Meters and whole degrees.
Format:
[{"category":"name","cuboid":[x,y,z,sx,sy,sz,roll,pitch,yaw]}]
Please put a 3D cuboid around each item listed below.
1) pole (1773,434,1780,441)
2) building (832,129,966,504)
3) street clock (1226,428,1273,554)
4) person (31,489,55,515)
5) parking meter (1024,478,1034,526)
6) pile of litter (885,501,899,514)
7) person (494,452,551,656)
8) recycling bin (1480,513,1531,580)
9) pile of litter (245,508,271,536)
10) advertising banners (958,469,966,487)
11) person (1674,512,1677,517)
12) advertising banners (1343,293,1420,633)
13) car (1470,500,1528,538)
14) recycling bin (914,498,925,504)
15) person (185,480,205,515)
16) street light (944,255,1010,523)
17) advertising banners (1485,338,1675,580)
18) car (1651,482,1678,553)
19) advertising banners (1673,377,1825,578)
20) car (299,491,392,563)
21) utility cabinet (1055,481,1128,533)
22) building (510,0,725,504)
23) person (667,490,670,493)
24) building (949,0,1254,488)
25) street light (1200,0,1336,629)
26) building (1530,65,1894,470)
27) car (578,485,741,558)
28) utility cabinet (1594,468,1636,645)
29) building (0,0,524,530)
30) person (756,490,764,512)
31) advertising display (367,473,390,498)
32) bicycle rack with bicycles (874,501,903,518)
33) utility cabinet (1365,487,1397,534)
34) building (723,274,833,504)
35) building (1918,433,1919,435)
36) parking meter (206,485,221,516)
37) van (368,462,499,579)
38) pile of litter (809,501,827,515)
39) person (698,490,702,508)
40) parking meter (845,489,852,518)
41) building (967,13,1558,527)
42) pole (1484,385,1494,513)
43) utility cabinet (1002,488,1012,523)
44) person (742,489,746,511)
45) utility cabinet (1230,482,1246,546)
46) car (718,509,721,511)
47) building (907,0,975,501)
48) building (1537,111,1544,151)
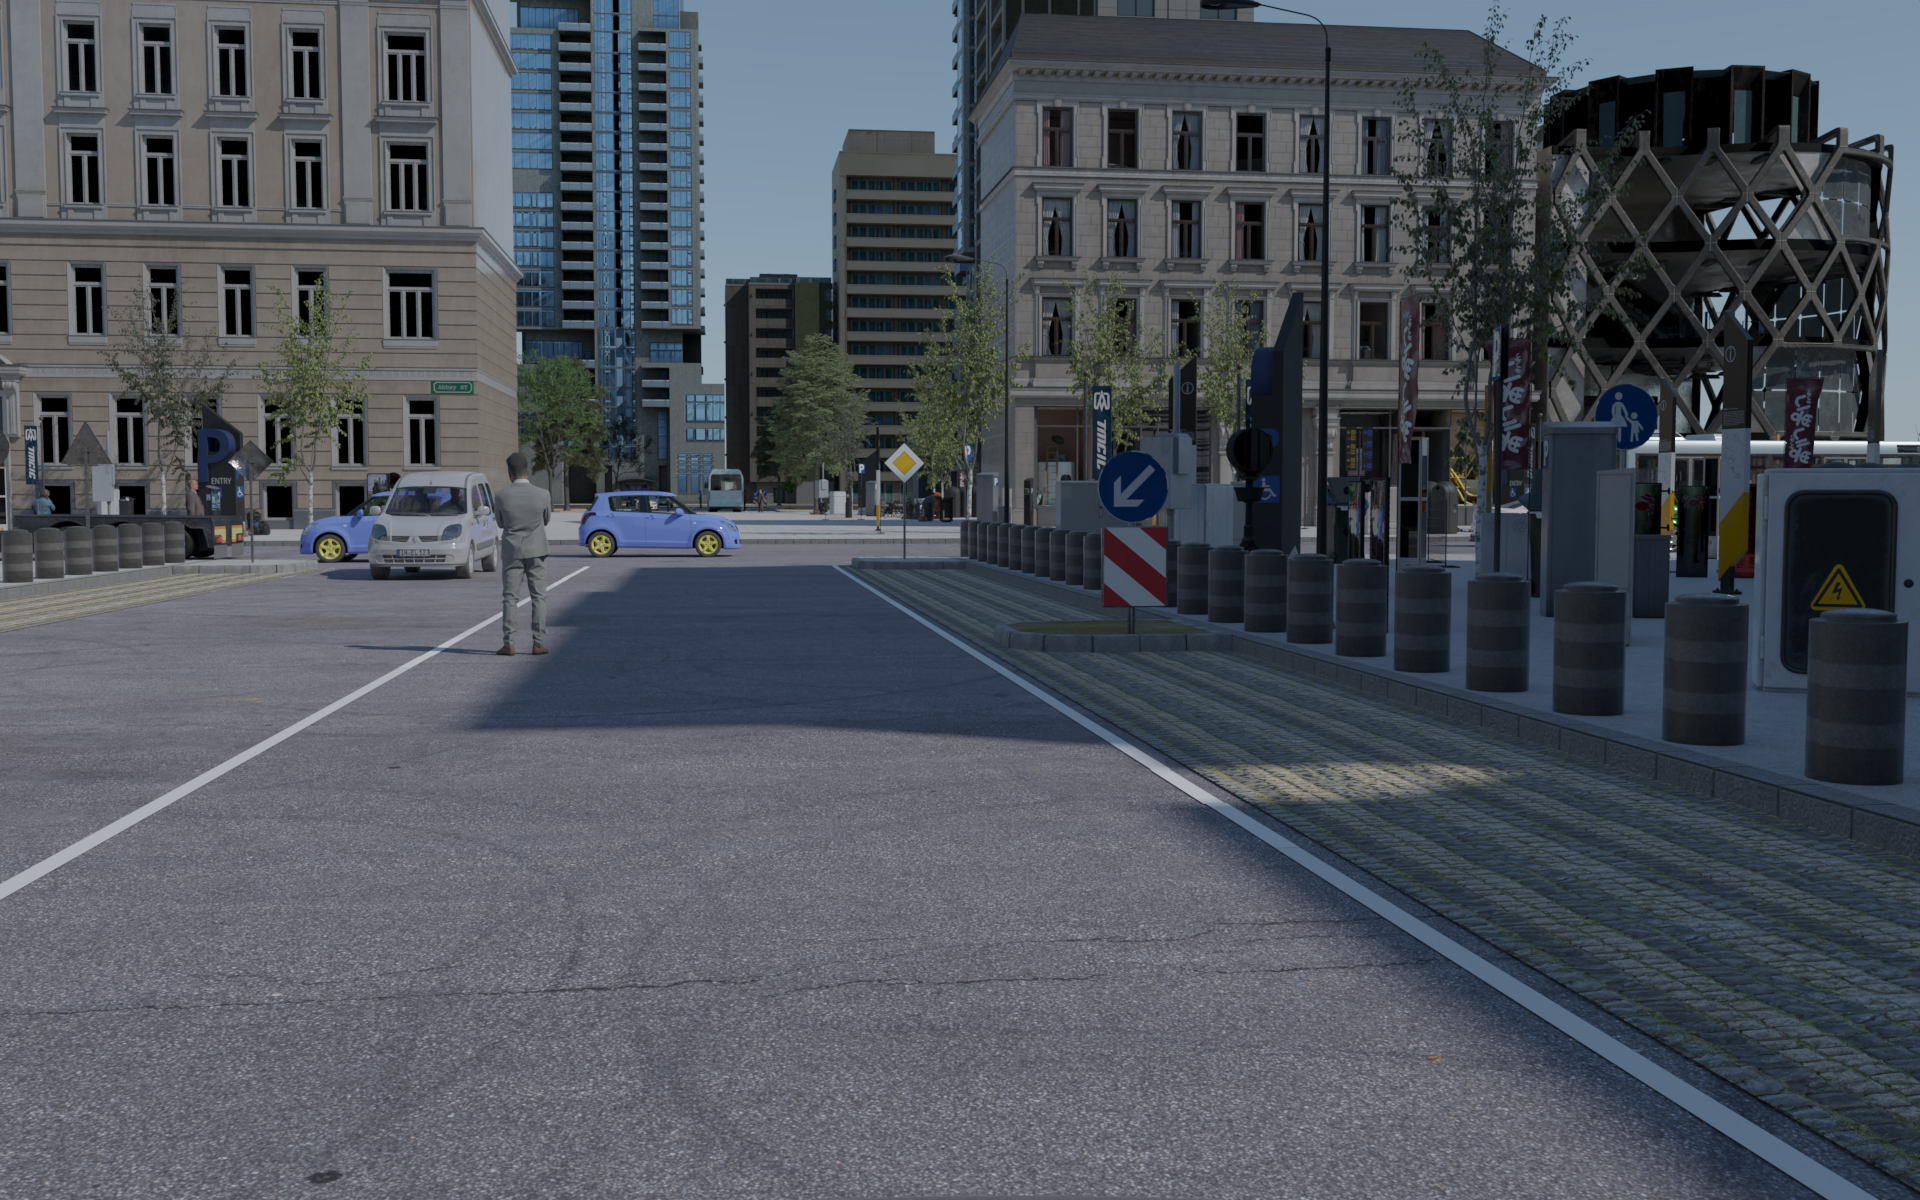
[{"category":"pole","cuboid":[27.917,-4.005,59.319,0.158,3.312,0.155,0,3,0]},{"category":"building","cuboid":[-6.451,-37.337,234.155,21.600,48.544,21.300,0,4,-8]},{"category":"street clock","cuboid":[3.189,-0.890,19.121,0.471,2.002,0.358,-1,4,-12]},{"category":"person","cuboid":[-22.025,-1.891,41.631,0.499,1.552,0.429,2,4,33]},{"category":"parking meter","cuboid":[2.476,-3.469,62.426,0.255,1.863,0.399,2,4,24]},{"category":"pile of litter","cuboid":[-4.507,-5.973,111.621,1.176,0.858,1.719,-3,5,-40]},{"category":"person","cuboid":[-3.916,-0.418,15.509,0.511,1.800,0.466,-2,4,-29]},{"category":"recycling bin","cuboid":[7.385,-0.646,23.115,0.722,1.027,0.722,2,4,31]},{"category":"pile of litter","cuboid":[-22.161,-2.434,53.768,1.176,0.858,1.719,2,4,30]},{"category":"advertising banners","cuboid":[0.904,-7.681,121.770,2.074,3.025,0.090,0,3,0]},{"category":"person","cuboid":[16.637,-1.767,39.358,0.963,1.587,0.435,1,4,14]},{"category":"advertising banners","cuboid":[3.916,-1.221,16.156,0.090,3.025,2.074,0,4,-4]},{"category":"car","cuboid":[16.468,-2.148,47.490,4.827,1.381,2.083,0,4,-7]},{"category":"recycling bin","cuboid":[-2.182,-5.417,101.115,0.722,1.027,0.722,3,5,44]},{"category":"person","cuboid":[-17.651,-1.895,40.035,0.434,1.755,0.990,-1,4,-11]},{"category":"street light","cuboid":[0.383,-3.749,33.838,1.470,5.913,1.316,0,4,-8]},{"category":"advertising banners","cuboid":[6.931,-1.425,19.488,2.074,3.025,0.090,0,4,3]},{"category":"car","cuboid":[15.942,-2.090,42.971,4.718,1.807,1.959,-1,4,-9]},{"category":"advertising banners","cuboid":[11.944,-1.843,26.324,2.074,3.025,0.090,1,4,21]},{"category":"car","cuboid":[-12.106,-1.669,36.874,3.694,1.707,1.945,-1,4,-8]},{"category":"utility cabinet","cuboid":[2.183,-1.219,28.614,1.173,1.500,0.318,-1,4,-15]},{"category":"building","cuboid":[-47.024,-56.035,228.837,31.000,86.520,22.319,0,4,-8]},{"category":"person","cuboid":[-23.421,-7.912,138.580,0.721,1.735,1.217,-1,4,-14]},{"category":"building","cuboid":[10.632,-42.879,139.325,20.563,71.187,20.611,0,4,-8]},{"category":"street light","cuboid":[2.919,-2.679,16.345,1.470,5.913,1.316,0,4,-8]},{"category":"building","cuboid":[31.244,-12.821,77.073,16.811,18.784,16.820,0,4,-8]},{"category":"car","cuboid":[-6.884,-1.847,39.788,3.694,1.707,1.945,0,4,-7]},{"category":"utility cabinet","cuboid":[5.683,-0.391,15.064,0.318,1.500,1.173,1,4,22]},{"category":"building","cuboid":[-28.034,-17.229,67.597,20.117,28.700,13.634,0,4,-8]},{"category":"person","cuboid":[-15.226,-7.513,131.886,0.434,1.755,0.990,-3,4,-38]},{"category":"advertising display","cuboid":[-17.886,-2.941,53.299,0.974,1.923,0.123,2,4,34]},{"category":"bicycle rack with bicycles","cuboid":[-3.431,-4.940,94.146,2.925,0.926,2.852,2,4,26]},{"category":"utility cabinet","cuboid":[13.390,-2.818,54.746,1.173,1.500,0.318,-1,4,-10]},{"category":"building","cuboid":[-24.210,-28.045,230.237,14.107,30.474,14.160,0,4,-8]},{"category":"building","cuboid":[54.536,-13.964,77.465,18.267,20.994,9.793,0,4,-8]},{"category":"parking meter","cuboid":[-21.282,-2.506,49.379,0.372,1.533,0.369,0,3,0]},{"category":"van","cuboid":[-9.220,-1.436,30.496,2.013,2.044,4.112,0,4,-6]},{"category":"pile of litter","cuboid":[-8.840,-5.754,108.036,1.176,0.858,1.719,0,4,4]},{"category":"person","cuboid":[-25.955,-10.060,173.058,0.705,1.814,1.350,-1,4,-20]},{"category":"parking meter","cuboid":[-6.023,-5.213,93.635,0.372,1.533,0.369,0,3,0]},{"category":"building","cuboid":[2.790,-13.455,70.900,40.483,20.767,10.553,0,4,-8]},{"category":"pole","cuboid":[9.908,-2.364,32.501,0.158,3.312,0.155,0,3,0]},{"category":"utility cabinet","cuboid":[1.740,-3.364,63.685,0.318,1.500,1.173,0,4,5]},{"category":"person","cuboid":[-18.521,-8.573,148.601,0.705,1.831,1.348,-1,4,-8]},{"category":"utility cabinet","cuboid":[5.161,-1.366,31.008,0.318,1.500,1.173,2,4,26]},{"category":"car","cuboid":[-20.288,-8.762,151.937,2.281,1.827,5.304,0,4,-8]},{"category":"building","cuboid":[7.661,-52.097,164.450,22.319,86.520,31.000,0,4,-8]},{"category":"building","cuboid":[42.215,-29.263,170.333,23.993,40.220,32.217,0,4,-8]}]
